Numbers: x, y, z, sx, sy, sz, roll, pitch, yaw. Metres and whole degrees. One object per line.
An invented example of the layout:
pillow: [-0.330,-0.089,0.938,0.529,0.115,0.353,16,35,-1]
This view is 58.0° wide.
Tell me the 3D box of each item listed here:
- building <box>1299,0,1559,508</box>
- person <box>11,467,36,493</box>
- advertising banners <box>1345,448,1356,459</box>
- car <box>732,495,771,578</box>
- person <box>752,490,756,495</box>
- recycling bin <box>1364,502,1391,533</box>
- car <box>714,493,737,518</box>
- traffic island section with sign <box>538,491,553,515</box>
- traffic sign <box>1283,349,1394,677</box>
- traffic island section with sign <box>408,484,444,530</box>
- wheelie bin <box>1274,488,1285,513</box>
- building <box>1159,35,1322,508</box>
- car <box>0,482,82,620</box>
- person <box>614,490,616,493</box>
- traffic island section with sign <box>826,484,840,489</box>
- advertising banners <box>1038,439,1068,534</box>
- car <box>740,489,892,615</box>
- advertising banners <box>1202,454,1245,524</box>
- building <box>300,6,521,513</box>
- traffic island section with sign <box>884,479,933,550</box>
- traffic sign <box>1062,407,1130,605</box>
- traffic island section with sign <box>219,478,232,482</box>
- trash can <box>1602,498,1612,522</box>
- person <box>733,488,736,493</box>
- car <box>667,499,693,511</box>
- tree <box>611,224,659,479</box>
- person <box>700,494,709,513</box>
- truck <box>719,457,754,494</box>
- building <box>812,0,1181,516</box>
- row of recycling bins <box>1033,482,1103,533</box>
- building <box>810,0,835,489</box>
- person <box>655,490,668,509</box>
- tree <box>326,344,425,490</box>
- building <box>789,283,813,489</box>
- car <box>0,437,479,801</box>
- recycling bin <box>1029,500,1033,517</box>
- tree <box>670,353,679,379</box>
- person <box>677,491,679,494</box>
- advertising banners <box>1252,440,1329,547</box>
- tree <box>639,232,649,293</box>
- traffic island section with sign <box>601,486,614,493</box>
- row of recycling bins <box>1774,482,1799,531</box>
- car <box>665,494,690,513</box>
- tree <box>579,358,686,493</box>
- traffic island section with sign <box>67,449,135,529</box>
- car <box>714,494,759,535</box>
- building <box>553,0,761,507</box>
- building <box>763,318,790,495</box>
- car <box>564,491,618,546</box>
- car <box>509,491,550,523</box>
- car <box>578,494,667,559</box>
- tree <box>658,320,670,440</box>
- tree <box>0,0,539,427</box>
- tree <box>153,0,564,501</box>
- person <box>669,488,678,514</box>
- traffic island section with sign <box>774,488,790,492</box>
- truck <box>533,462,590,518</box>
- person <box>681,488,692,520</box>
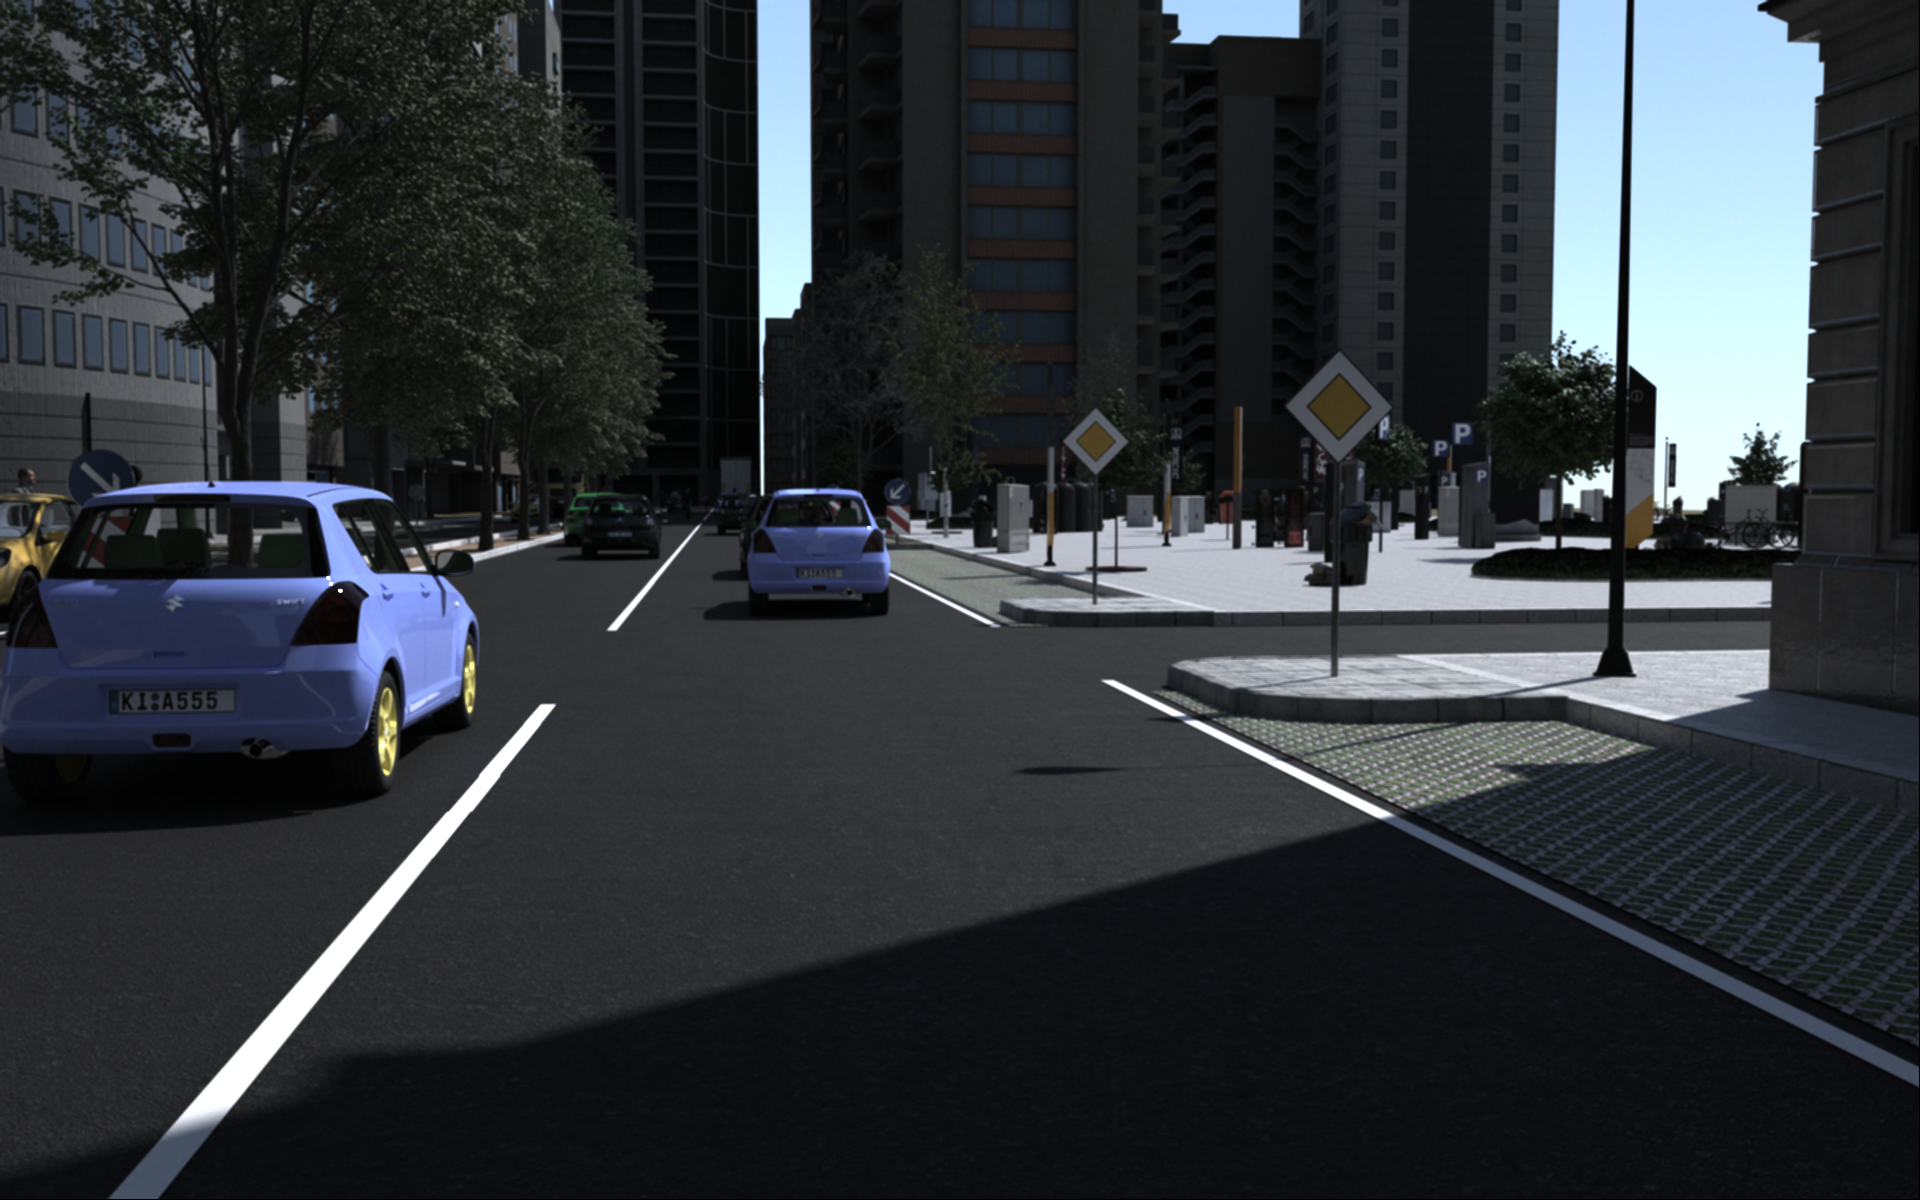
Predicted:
building: [43.020,-44.562,166.843,20.611,71.187,20.563,0,4,-8]
person: [-13.227,-0.979,24.612,0.767,1.812,0.694,-1,4,-11]
advertising banners: [13.286,-4.068,62.694,2.074,3.025,0.090,0,4,5]
car: [-3.037,-1.292,30.909,2.009,1.686,4.222,-1,4,-9]
person: [-20.447,-9.917,170.724,1.350,1.814,0.705,-2,4,-35]
recycling bin: [13.991,-2.783,58.053,0.722,1.027,0.722,0,4,-5]
car: [-14.235,-5.951,106.886,1.945,1.707,3.694,0,4,-6]
traffic island section with sign: [-28.576,-6.735,118.742,1.989,1.847,2.006,0,4,-8]
traffic sign: [2.632,-0.519,12.124,0.795,2.450,0.064,0,4,-8]
traffic island section with sign: [-21.978,-3.752,69.976,1.989,1.847,2.006,0,4,-8]
wheelie bin: [16.746,-5.053,90.519,0.693,1.594,0.980,-2,4,-35]
building: [25.445,-31.658,167.721,14.200,45.320,14.600,0,4,-8]
car: [-11.466,-0.637,20.635,2.015,1.641,3.980,0,4,-6]
person: [-29.865,-8.621,149.471,0.705,1.822,1.348,0,4,-7]
traffic island section with sign: [-5.411,-3.864,71.809,1.989,1.847,2.006,0,4,-8]
advertising banners: [2.986,-3.630,55.541,0.090,3.025,2.074,-1,4,-23]
car: [-1.809,-0.749,21.841,1.945,1.707,3.694,0,4,-6]
advertising banners: [11.383,-4.809,74.816,2.074,3.025,0.090,-1,4,-20]
building: [-39.611,-29.040,124.914,14.600,45.320,14.200,0,4,-8]
traffic island section with sign: [-1.805,-2.230,45.096,1.989,1.847,2.006,0,4,-8]
traffic sign: [1.562,-1.003,20.037,0.795,2.450,0.064,0,4,-8]
traffic island section with sign: [-18.374,-2.118,43.261,1.989,1.847,2.006,0,4,-8]
trash can: [26.169,-3.548,69.658,0.748,1.137,0.748,0,3,0]
person: [-15.061,-6.570,115.859,1.348,1.831,0.705,-3,5,-39]
car: [-23.046,-7.970,142.113,2.131,1.459,4.920,0,4,-6]
tree: [-14.962,-8.625,61.610,7.486,12.596,7.792,0,3,0]
person: [-19.028,-7.185,129.158,0.628,1.438,0.799,0,4,-5]
truck: [-17.539,-8.990,135.901,2.839,4.237,11.283,0,4,-7]
building: [1.746,-28.065,113.491,22.147,44.769,28.867,0,4,-8]
row of recycling bins: [3.713,-3.148,58.587,1.069,1.692,3.534,3,4,38]
building: [-4.643,-27.607,134.970,14.154,41.232,14.086,0,4,-8]
person: [-28.901,-9.743,167.814,1.348,1.821,0.705,1,4,10]
tree: [-25.247,-7.629,75.094,4.360,8.622,3.978,0,3,0]
building: [-0.910,-19.139,157.964,27.650,21.520,28.899,0,4,-8]
car: [-3.704,0.009,9.446,1.945,1.707,3.694,0,4,-7]
recycling bin: [2.986,-3.867,75.784,0.722,1.027,0.722,2,4,35]
tree: [-16.377,-9.548,76.700,7.486,12.596,7.792,0,3,0]
person: [-26.227,-9.266,160.722,1.217,1.743,0.721,-2,4,-25]
advertising banners: [8.053,-2.791,41.817,2.074,3.025,0.090,-1,4,-13]
tree: [-11.690,-7.004,42.735,9.928,11.665,9.643,0,3,0]
traffic island section with sign: [-18.942,-5.180,92.830,2.006,1.907,1.989,0,4,-8]
row of recycling bins: [29.027,-3.214,59.669,1.069,1.692,3.534,-1,4,-19]
car: [-21.275,-7.410,130.946,2.009,1.686,4.222,-1,4,-9]
tree: [-17.660,-9.060,85.004,8.767,10.594,7.601,0,4,-8]
traffic island section with sign: [-8.865,-0.626,18.368,2.006,1.907,1.989,0,4,-8]
car: [-7.761,-3.175,61.706,2.009,1.686,4.222,0,4,-7]
building: [-31.761,-45.629,184.286,20.611,71.187,20.563,0,4,-8]
building: [-7.084,-21.272,192.837,28.899,21.520,27.650,0,4,-8]
car: [-10.203,-2.472,49.207,1.959,1.807,4.718,0,4,-7]
car: [-21.537,-4.686,86.841,2.015,1.641,3.980,-1,4,-9]
car: [-7.715,-1.821,39.561,2.009,1.686,4.222,-1,4,-9]
tree: [-15.807,-9.086,69.136,7.486,12.596,7.792,0,3,0]
tree: [-9.347,-5.757,22.342,9.928,11.665,9.643,0,3,0]
tree: [-10.655,-6.790,31.606,7.486,12.596,7.792,0,3,0]
person: [-20.408,-7.021,123.163,0.709,1.838,0.599,2,4,30]
traffic island section with sign: [-15.726,-8.532,148.121,1.989,1.847,2.006,0,4,-8]
truck: [-24.090,-6.780,106.770,3.469,3.379,9.791,0,4,-7]
person: [-15.378,-5.402,97.338,0.721,1.766,1.217,-3,4,-36]
